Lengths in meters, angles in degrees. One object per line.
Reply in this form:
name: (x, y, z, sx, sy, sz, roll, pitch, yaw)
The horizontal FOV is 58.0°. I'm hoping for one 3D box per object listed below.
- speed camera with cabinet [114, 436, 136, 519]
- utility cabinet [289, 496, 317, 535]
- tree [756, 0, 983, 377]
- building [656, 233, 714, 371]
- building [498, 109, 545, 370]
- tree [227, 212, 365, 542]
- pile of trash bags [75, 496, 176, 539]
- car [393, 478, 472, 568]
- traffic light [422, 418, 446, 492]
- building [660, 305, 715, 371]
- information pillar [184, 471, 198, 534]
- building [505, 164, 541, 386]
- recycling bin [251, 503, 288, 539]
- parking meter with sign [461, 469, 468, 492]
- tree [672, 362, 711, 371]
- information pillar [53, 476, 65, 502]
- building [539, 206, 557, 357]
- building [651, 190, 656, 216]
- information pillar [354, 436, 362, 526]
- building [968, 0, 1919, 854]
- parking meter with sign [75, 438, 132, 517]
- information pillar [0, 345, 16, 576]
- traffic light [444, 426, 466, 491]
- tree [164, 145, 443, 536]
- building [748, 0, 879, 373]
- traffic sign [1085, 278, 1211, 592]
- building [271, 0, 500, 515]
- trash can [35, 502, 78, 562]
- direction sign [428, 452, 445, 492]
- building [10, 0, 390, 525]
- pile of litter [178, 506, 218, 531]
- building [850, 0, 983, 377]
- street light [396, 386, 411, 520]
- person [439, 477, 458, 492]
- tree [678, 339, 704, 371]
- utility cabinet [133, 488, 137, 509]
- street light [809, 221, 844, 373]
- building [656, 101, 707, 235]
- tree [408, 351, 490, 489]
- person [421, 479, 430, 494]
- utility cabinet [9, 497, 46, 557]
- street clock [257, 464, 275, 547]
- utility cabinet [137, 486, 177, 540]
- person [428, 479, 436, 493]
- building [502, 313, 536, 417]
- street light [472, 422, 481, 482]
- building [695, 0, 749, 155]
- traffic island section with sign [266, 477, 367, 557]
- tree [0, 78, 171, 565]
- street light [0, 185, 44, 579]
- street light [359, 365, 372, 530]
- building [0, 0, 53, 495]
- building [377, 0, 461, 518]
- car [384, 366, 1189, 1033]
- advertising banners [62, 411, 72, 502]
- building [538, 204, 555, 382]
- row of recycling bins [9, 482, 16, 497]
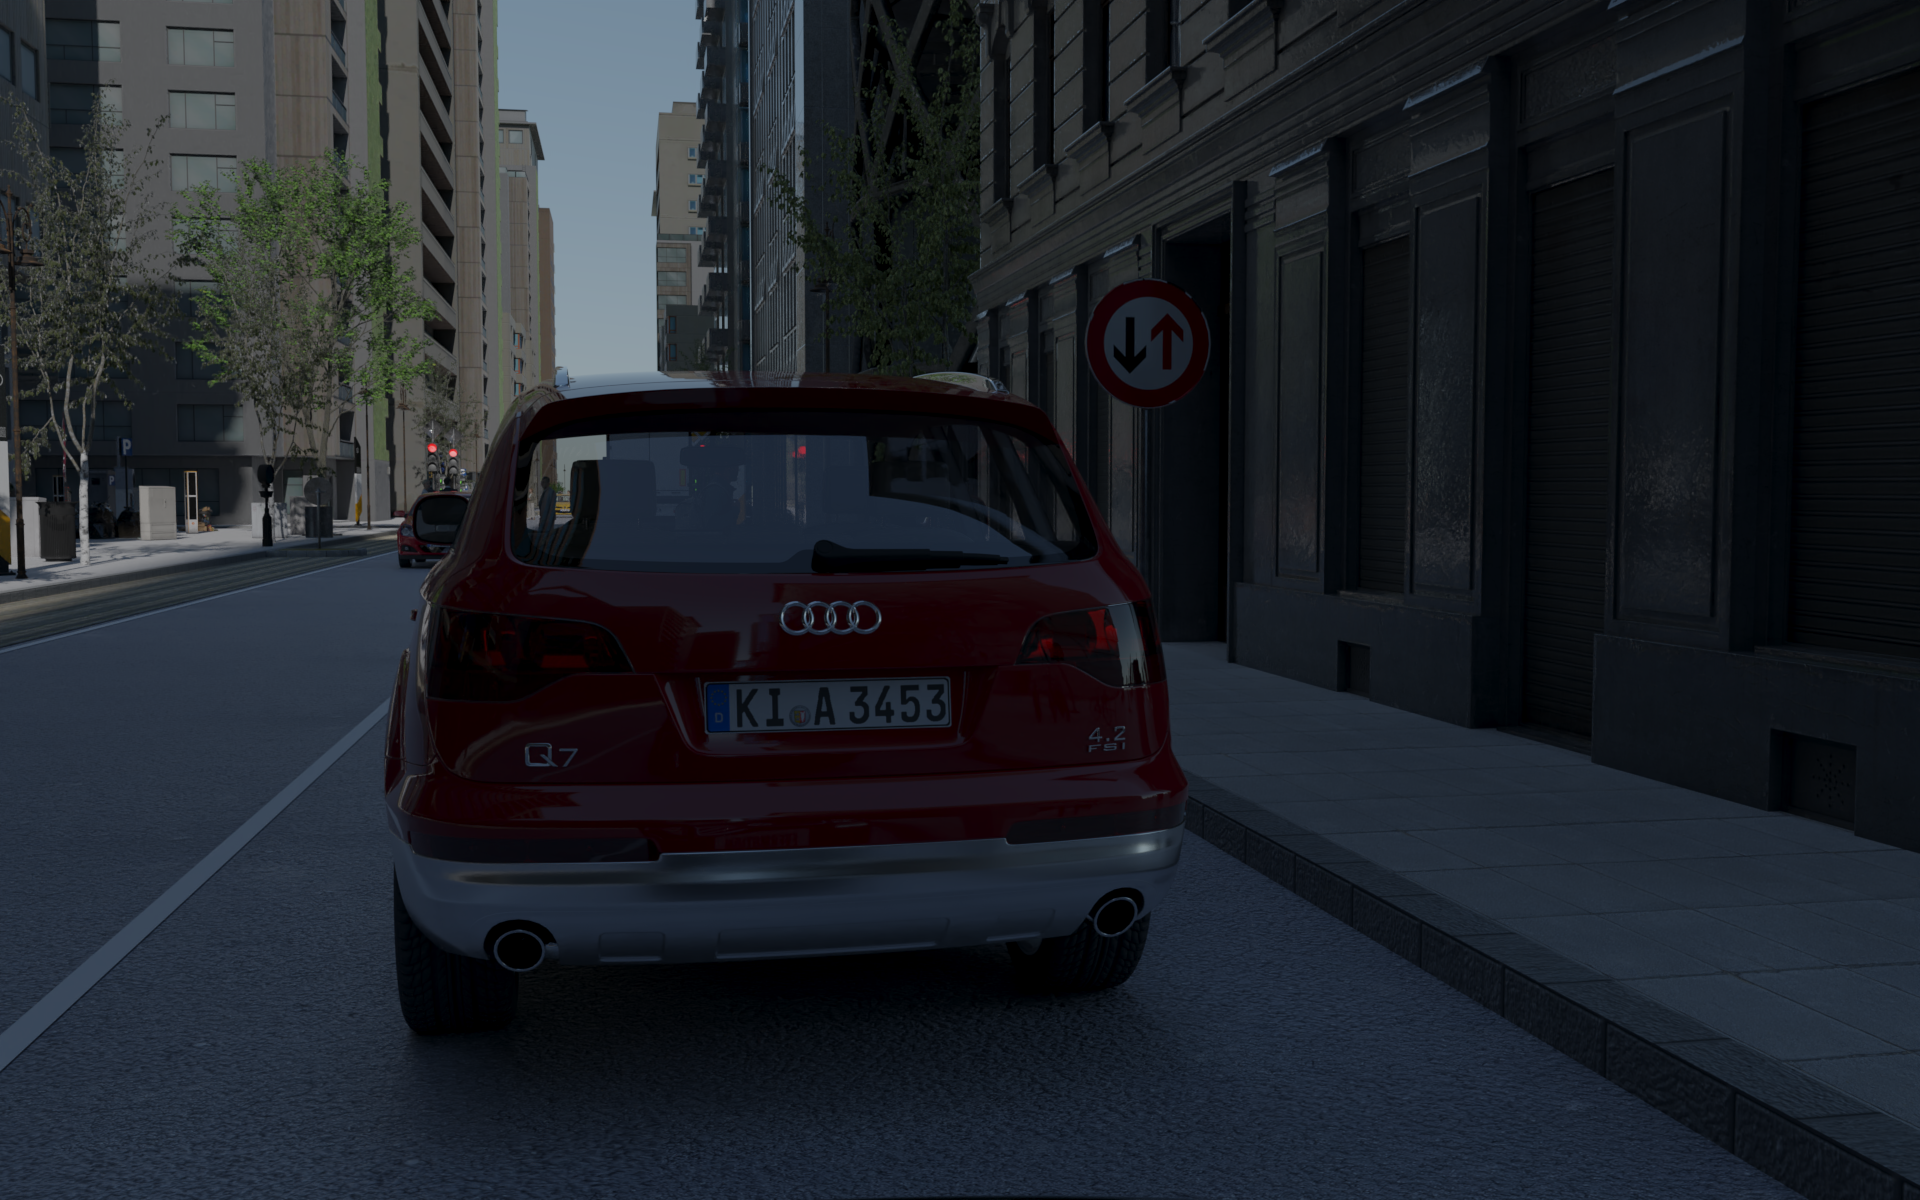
speed camera with cabinet: (-28.412, -3.943, 58.808, 0.660, 3.252, 2.038, -1, 4, -20)
utility cabinet: (-20.691, -2.673, 54.862, 0.306, 1.237, 1.020, 2, 4, 35)
tree: (-0.518, -4.601, 25.591, 4.737, 8.622, 4.395, 0, 3, 0)
building: (-26.919, -25.855, 194.425, 14.160, 30.474, 14.107, -1, 4, -11)
building: (-72.192, -39.737, 238.937, 28.713, 52.752, 27.495, -1, 4, -11)
tree: (-18.092, -5.822, 45.547, 4.360, 8.622, 3.978, 0, 3, 0)
pile of trash bags: (-24.496, -2.500, 50.627, 1.912, 1.369, 3.447, 2, 4, 28)
car: (-10.328, -1.600, 35.193, 2.155, 1.783, 4.494, -1, 4, -11)
traffic light: (-19.460, -4.597, 64.087, 0.839, 4.253, 0.868, -1, 4, -11)
building: (-15.951, -20.178, 174.957, 27.650, 21.520, 28.899, -1, 4, -11)
information pillar: (-24.788, -3.140, 55.838, 0.304, 2.012, 0.304, -3, 5, -41)
building: (-58.029, -32.099, 208.411, 14.154, 41.232, 14.086, -1, 4, -11)
recycling bin: (-20.065, -2.311, 50.334, 0.722, 1.027, 0.722, 2, 4, 29)
parking meter with sign: (-33.916, -7.474, 118.453, 0.543, 3.016, 1.738, -2, 4, -24)
tree: (-14.743, -8.830, 94.727, 4.360, 8.622, 3.978, 0, 3, 0)
information pillar: (-36.007, -3.960, 69.230, 0.304, 2.012, 0.304, 2, 4, 34)
building: (-77.510, -40.544, 282.497, 23.786, 49.044, 30.456, -1, 4, -11)
building: (-37.180, -43.034, 292.848, 28.713, 52.752, 27.495, -1, 4, -11)
information pillar: (-24.536, -4.846, 70.586, 0.183, 3.616, 0.504, 0, 4, 4)
building: (6.472, -10.107, 14.396, 9.793, 20.994, 18.267, -1, 4, -11)
parking meter with sign: (-26.810, -3.539, 54.124, 1.738, 3.016, 0.543, 0, 4, 7)
information pillar: (-15.101, -2.184, 27.060, 0.183, 3.616, 0.504, 2, 4, 25)
traffic light: (-20.982, -5.077, 71.926, 0.839, 4.253, 0.868, -1, 4, -11)
tree: (-19.705, -7.776, 52.899, 9.928, 11.665, 9.643, 0, 3, 0)
building: (-0.103, -14.577, 56.357, 12.078, 24.808, 19.932, -1, 4, -11)
traffic sign: (1.104, -0.625, 10.320, 0.768, 2.556, 0.104, -1, 4, -10)
building: (-41.756, -27.215, 128.563, 14.154, 41.232, 14.086, -1, 4, -11)
trash can: (-17.150, -1.301, 32.925, 0.748, 1.137, 0.748, 0, 3, 0)
direction sign: (-28.255, -6.210, 93.523, 0.876, 3.537, 0.379, -2, 4, -32)
building: (-33.708, -24.013, 76.207, 14.154, 41.232, 14.086, -1, 4, -11)
pile of litter: (-26.365, -2.812, 59.947, 1.176, 0.858, 1.719, -3, 5, -41)
building: (5.841, -10.472, 38.665, 16.820, 18.784, 16.811, -1, 4, -11)
street light: (-23.155, -6.079, 72.184, 0.468, 5.910, 1.993, -1, 4, -11)
person: (-14.470, -2.529, 49.213, 0.648, 1.900, 0.474, -2, 4, -25)
tree: (-11.730, -8.017, 81.444, 4.737, 8.622, 4.395, 0, 3, 0)
utility cabinet: (-27.194, -3.040, 58.387, 1.173, 1.500, 0.318, 0, 4, 0)
street light: (-2.252, -3.471, 29.532, 0.468, 5.910, 1.993, -1, 4, -11)
building: (-26.074, -35.993, 212.188, 21.300, 48.544, 21.600, -1, 4, -11)
tree: (-26.509, -8.491, 89.189, 4.360, 8.622, 3.978, 0, 3, 0)
person: (-14.840, -2.427, 48.055, 0.818, 1.842, 0.514, -2, 4, -30)
utility cabinet: (-19.190, -1.478, 35.325, 1.020, 1.237, 0.306, 0, 4, 2)
street clock: (-16.920, -2.305, 42.264, 0.358, 2.002, 0.471, 0, 4, 2)
utility cabinet: (-22.318, -2.419, 48.228, 0.318, 1.500, 1.173, 1, 4, 10)
person: (-15.180, -2.502, 49.210, 0.447, 1.846, 0.655, 1, 4, 9)
building: (-60.582, -20.895, 186.668, 27.650, 21.520, 28.899, -1, 4, -11)
street light: (-30.096, -8.259, 107.829, 0.468, 5.910, 1.993, -1, 4, -11)
building: (-6.362, -30.468, 117.763, 23.786, 49.044, 30.456, -1, 4, -11)
traffic island section with sign: (-14.808, -1.916, 39.962, 1.989, 1.847, 2.006, -1, 4, -11)
tree: (-15.871, -4.949, 31.281, 4.360, 8.622, 3.978, 0, 3, 0)
street light: (-14.211, -3.258, 26.055, 0.468, 5.910, 1.993, -1, 4, -11)
street light: (-21.204, -5.455, 61.975, 0.468, 5.910, 1.993, -1, 4, -11)
building: (-42.056, -27.832, 44.285, 27.495, 52.752, 28.713, -1, 4, -11)
building: (-41.437, -29.178, 100.763, 21.300, 48.544, 21.600, -1, 4, -11)
car: (-0.851, 0.145, 6.307, 2.281, 1.827, 5.304, -1, 4, -13)
advertising banners: (-19.414, -2.536, 37.656, 0.090, 3.025, 2.074, -2, 4, -24)
building: (-68.499, -37.403, 261.652, 14.600, 45.320, 14.200, -1, 4, -11)
row of recycling bins: (-26.214, -2.320, 45.044, 1.069, 1.692, 3.534, 1, 4, 19)
